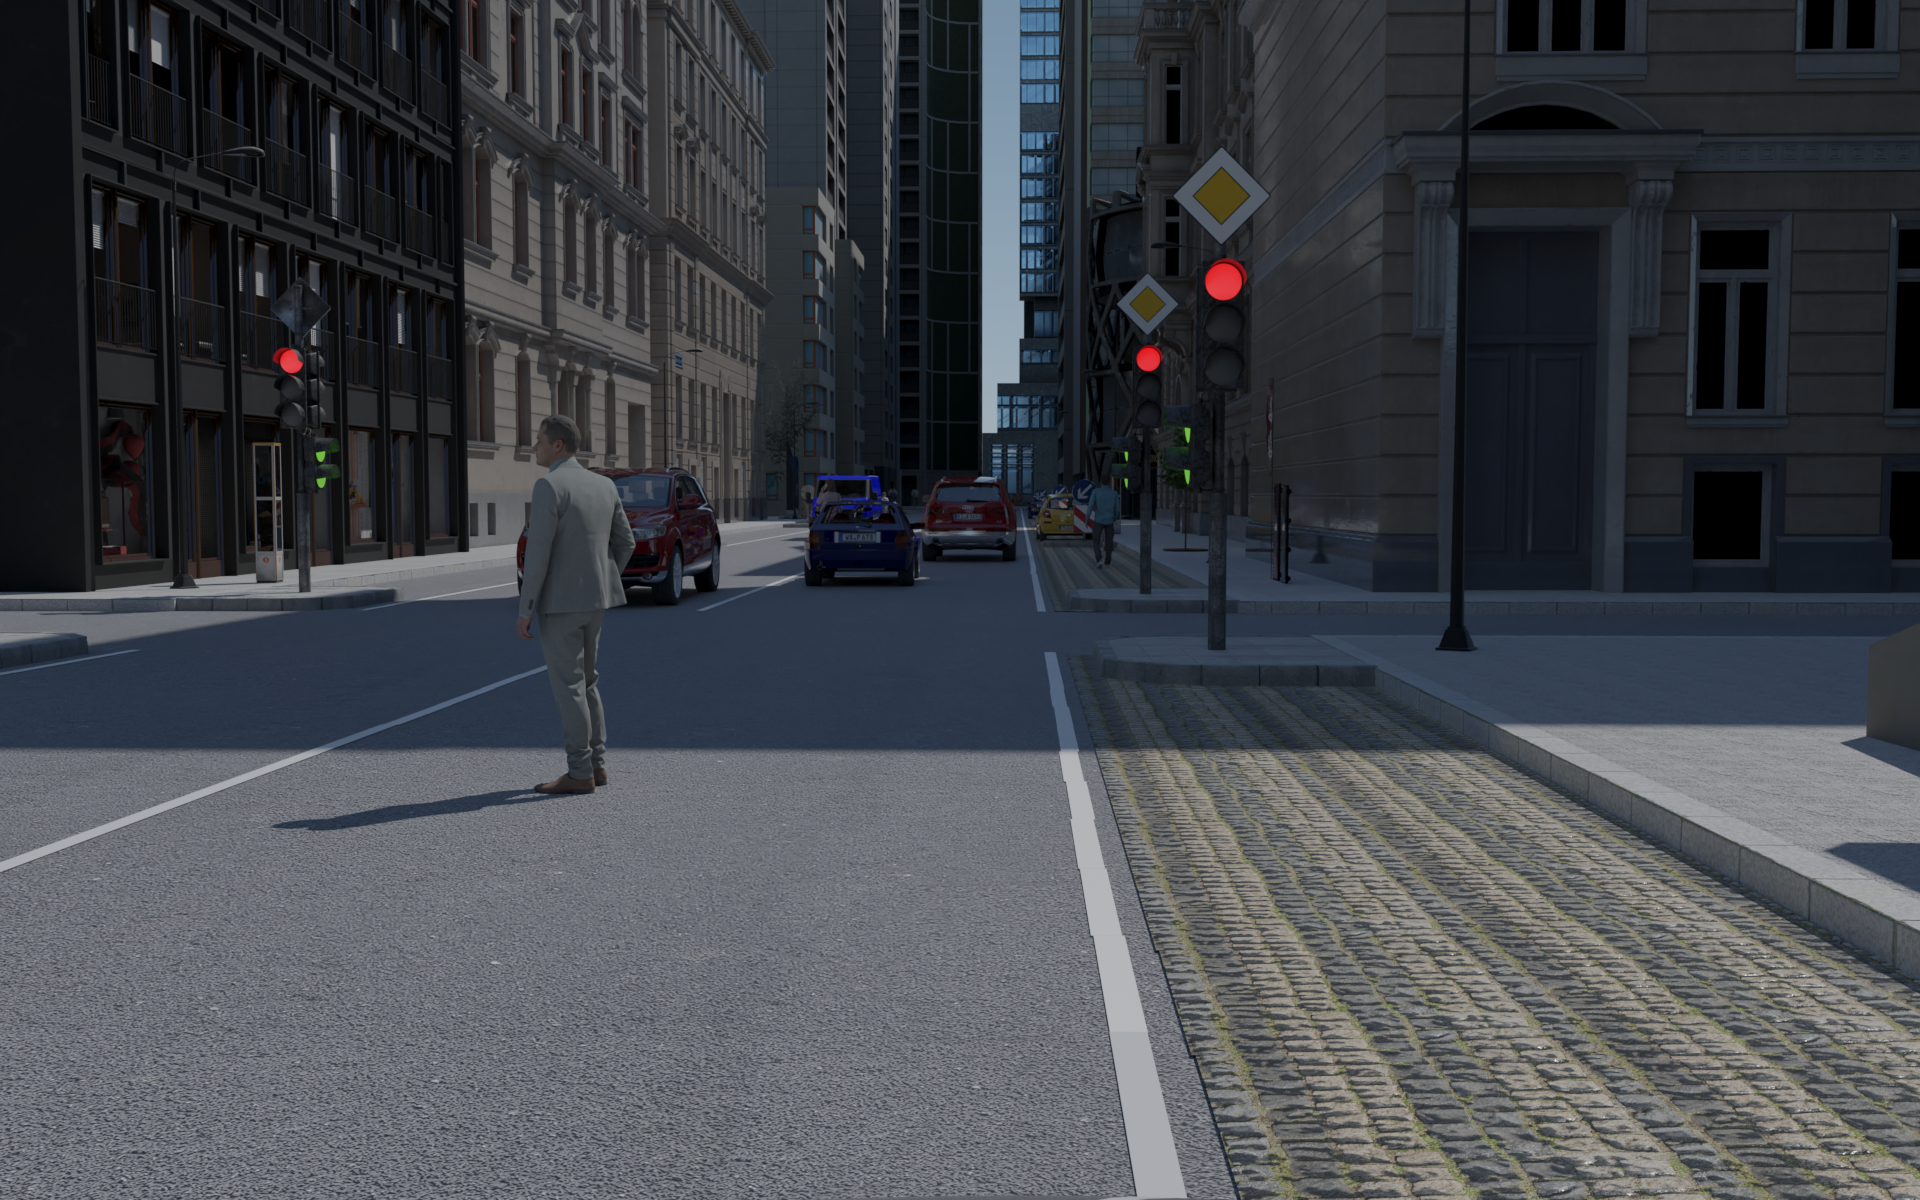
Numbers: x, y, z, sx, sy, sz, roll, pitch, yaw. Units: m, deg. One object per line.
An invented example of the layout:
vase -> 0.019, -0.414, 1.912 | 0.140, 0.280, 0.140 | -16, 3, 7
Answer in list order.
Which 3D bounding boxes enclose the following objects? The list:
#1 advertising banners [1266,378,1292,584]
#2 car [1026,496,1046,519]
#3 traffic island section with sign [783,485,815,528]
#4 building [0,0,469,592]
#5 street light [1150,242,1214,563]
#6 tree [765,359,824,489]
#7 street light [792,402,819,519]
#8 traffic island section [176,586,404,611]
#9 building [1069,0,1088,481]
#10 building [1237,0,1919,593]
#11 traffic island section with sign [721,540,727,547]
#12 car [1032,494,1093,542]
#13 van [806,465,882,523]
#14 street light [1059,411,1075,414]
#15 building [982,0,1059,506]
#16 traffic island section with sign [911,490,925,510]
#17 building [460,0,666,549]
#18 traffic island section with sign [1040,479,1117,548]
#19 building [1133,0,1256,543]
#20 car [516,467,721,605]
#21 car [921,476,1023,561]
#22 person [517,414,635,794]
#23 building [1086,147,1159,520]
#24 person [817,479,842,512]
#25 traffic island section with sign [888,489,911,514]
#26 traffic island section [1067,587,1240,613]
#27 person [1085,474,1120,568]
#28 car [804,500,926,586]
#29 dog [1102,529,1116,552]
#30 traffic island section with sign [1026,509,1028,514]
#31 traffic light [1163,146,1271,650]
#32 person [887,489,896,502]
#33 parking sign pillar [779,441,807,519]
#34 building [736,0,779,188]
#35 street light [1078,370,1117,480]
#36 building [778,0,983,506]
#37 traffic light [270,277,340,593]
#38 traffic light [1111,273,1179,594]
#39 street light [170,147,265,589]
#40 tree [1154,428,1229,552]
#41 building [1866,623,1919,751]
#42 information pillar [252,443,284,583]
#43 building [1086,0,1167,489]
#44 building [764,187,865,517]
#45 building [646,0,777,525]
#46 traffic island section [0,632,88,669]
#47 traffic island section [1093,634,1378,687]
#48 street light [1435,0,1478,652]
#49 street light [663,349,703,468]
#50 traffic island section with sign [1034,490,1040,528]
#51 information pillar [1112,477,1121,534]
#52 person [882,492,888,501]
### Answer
advertising banners -> 4.694, -1.798, 25.581 | 0.090, 3.025, 2.074 | 0, 4, 2
car -> 4.808, -5.390, 100.706 | 1.945, 1.354, 3.894 | 0, 4, 1
traffic island section with sign -> -6.516, -4.030, 74.510 | 1.989, 1.847, 2.006 | 0, 4, 2
building -> -17.280, -12.250, 29.971 | 12.332, 23.373, 15.834 | 0, 4, 2
street light -> 4.200, -3.638, 32.027 | 1.470, 5.913, 1.316 | 0, 4, 2
tree -> -9.404, -8.697, 92.562 | 4.360, 8.622, 3.978 | 0, 3, 0
street light -> -7.829, -7.033, 87.533 | 1.470, 5.913, 1.316 | 0, 4, 2
traffic island section -> -8.579, -0.022, 22.637 | 2.009, 0.180, 2.903 | 0, 4, 2
building -> 15.109, -28.811, 121.170 | 14.600, 45.320, 14.200 | 0, 4, 2
building -> 15.313, -14.784, 27.631 | 20.117, 28.700, 13.634 | 0, 4, 2
traffic island section with sign -> -7.429, -2.360, 47.216 | 1.989, 1.847, 2.006 | 0, 4, 2
car -> 3.230, -2.628, 53.197 | 2.015, 1.641, 3.980 | 0, 4, 0
van -> -3.603, -3.115, 55.313 | 2.240, 2.365, 5.245 | 0, 4, 2
street light -> 6.233, -7.625, 97.213 | 1.470, 5.913, 1.316 | 0, 4, 2
building -> 18.216, -53.673, 190.232 | 31.000, 86.520, 22.319 | 0, 4, 2
traffic island section with sign -> -3.912, -8.781, 152.192 | 1.989, 1.847, 2.006 | 0, 4, 2
building -> -17.398, -16.048, 49.779 | 14.401, 28.519, 23.554 | 0, 4, 2
traffic island section with sign -> 3.245, -2.345, 46.972 | 1.989, 1.847, 2.006 | 0, 4, 2
building -> 13.004, -14.526, 56.591 | 14.460, 24.649, 34.723 | 0, 4, 2
car -> -4.610, -0.937, 23.986 | 2.281, 1.827, 5.304 | 0, 4, 1
car -> 0.251, -1.827, 38.550 | 2.281, 1.827, 5.304 | 0, 4, 2
person -> -1.863, 0.016, 8.338 | 0.391, 1.810, 0.635 | 1, 4, 19
building -> 14.847, -13.526, 88.597 | 16.820, 18.784, 16.811 | 0, 4, 2
person -> -2.617, -1.642, 35.944 | 0.593, 1.750, 0.643 | -2, 4, -28
traffic island section with sign -> -4.815, -7.126, 125.142 | 1.989, 1.847, 2.006 | 0, 4, 2
traffic island section -> 2.406, 0.001, 22.266 | 2.009, 0.180, 2.903 | 0, 4, 2
person -> 2.758, -1.519, 33.349 | 0.660, 1.820, 0.620 | -1, 4, -10
car -> -1.550, -0.964, 28.336 | 1.945, 1.354, 3.894 | 0, 4, 1
dog -> 3.608, -1.605, 43.083 | 0.513, 0.831, 0.800 | 2, 4, 33
traffic island section with sign -> 5.823, -7.054, 123.964 | 1.989, 1.847, 2.006 | 0, 4, 2
traffic light -> 2.099, -1.544, 14.173 | 0.839, 4.253, 0.868 | 0, 4, 2
person -> -4.273, -5.986, 106.824 | 0.568, 1.767, 0.683 | 3, 4, 38
parking sign pillar -> -8.613, -6.153, 89.080 | 1.447, 3.967, 1.447 | 0, 4, 5
building -> -16.498, -44.220, 161.241 | 20.611, 71.187, 20.563 | 0, 4, 2
street light -> 5.272, -5.642, 64.792 | 1.470, 5.913, 1.316 | 0, 4, 2
building -> -7.943, -46.021, 190.692 | 20.611, 71.187, 20.563 | 0, 4, 2
traffic light -> -8.539, -2.054, 22.501 | 0.839, 4.253, 0.868 | 0, 4, 2
traffic light -> 2.366, -2.033, 22.154 | 0.839, 4.253, 0.868 | 0, 4, 2
street light -> -10.008, -3.108, 23.355 | 1.470, 5.913, 1.316 | 0, 4, 2
tree -> 5.209, -2.710, 38.910 | 1.663, 3.219, 1.824 | 0, 3, 0
building -> 20.668, -18.875, 0.492 | 32.217, 40.220, 23.993 | 0, 4, 2
information pillar -> -9.983, -1.254, 24.997 | 0.304, 2.012, 0.304 | 0, 4, -3
building -> 14.790, -25.875, 106.649 | 14.154, 41.232, 14.086 | 0, 4, 2
building -> -21.299, -16.372, 112.730 | 27.650, 21.520, 28.899 | 0, 4, 2
building -> -15.696, -16.937, 74.180 | 12.463, 27.353, 25.104 | 0, 4, 2
traffic island section -> -8.846, 0.466, 14.657 | 2.009, 0.180, 2.903 | 0, 4, 2
traffic island section -> 2.139, 0.489, 14.286 | 2.009, 0.180, 2.903 | 0, 4, 2
street light -> 3.549, -2.543, 14.112 | 1.470, 5.913, 1.316 | 0, 4, 2
street light -> -8.900, -5.070, 55.443 | 1.470, 5.913, 1.316 | 0, 4, 2
traffic island section with sign -> 4.139, -3.993, 73.912 | 1.989, 1.847, 2.006 | 0, 4, 2
information pillar -> 5.003, -3.117, 55.459 | 0.304, 2.012, 0.304 | 0, 4, 3
person -> -3.541, -4.172, 79.316 | 0.503, 1.515, 0.523 | -2, 4, -34
